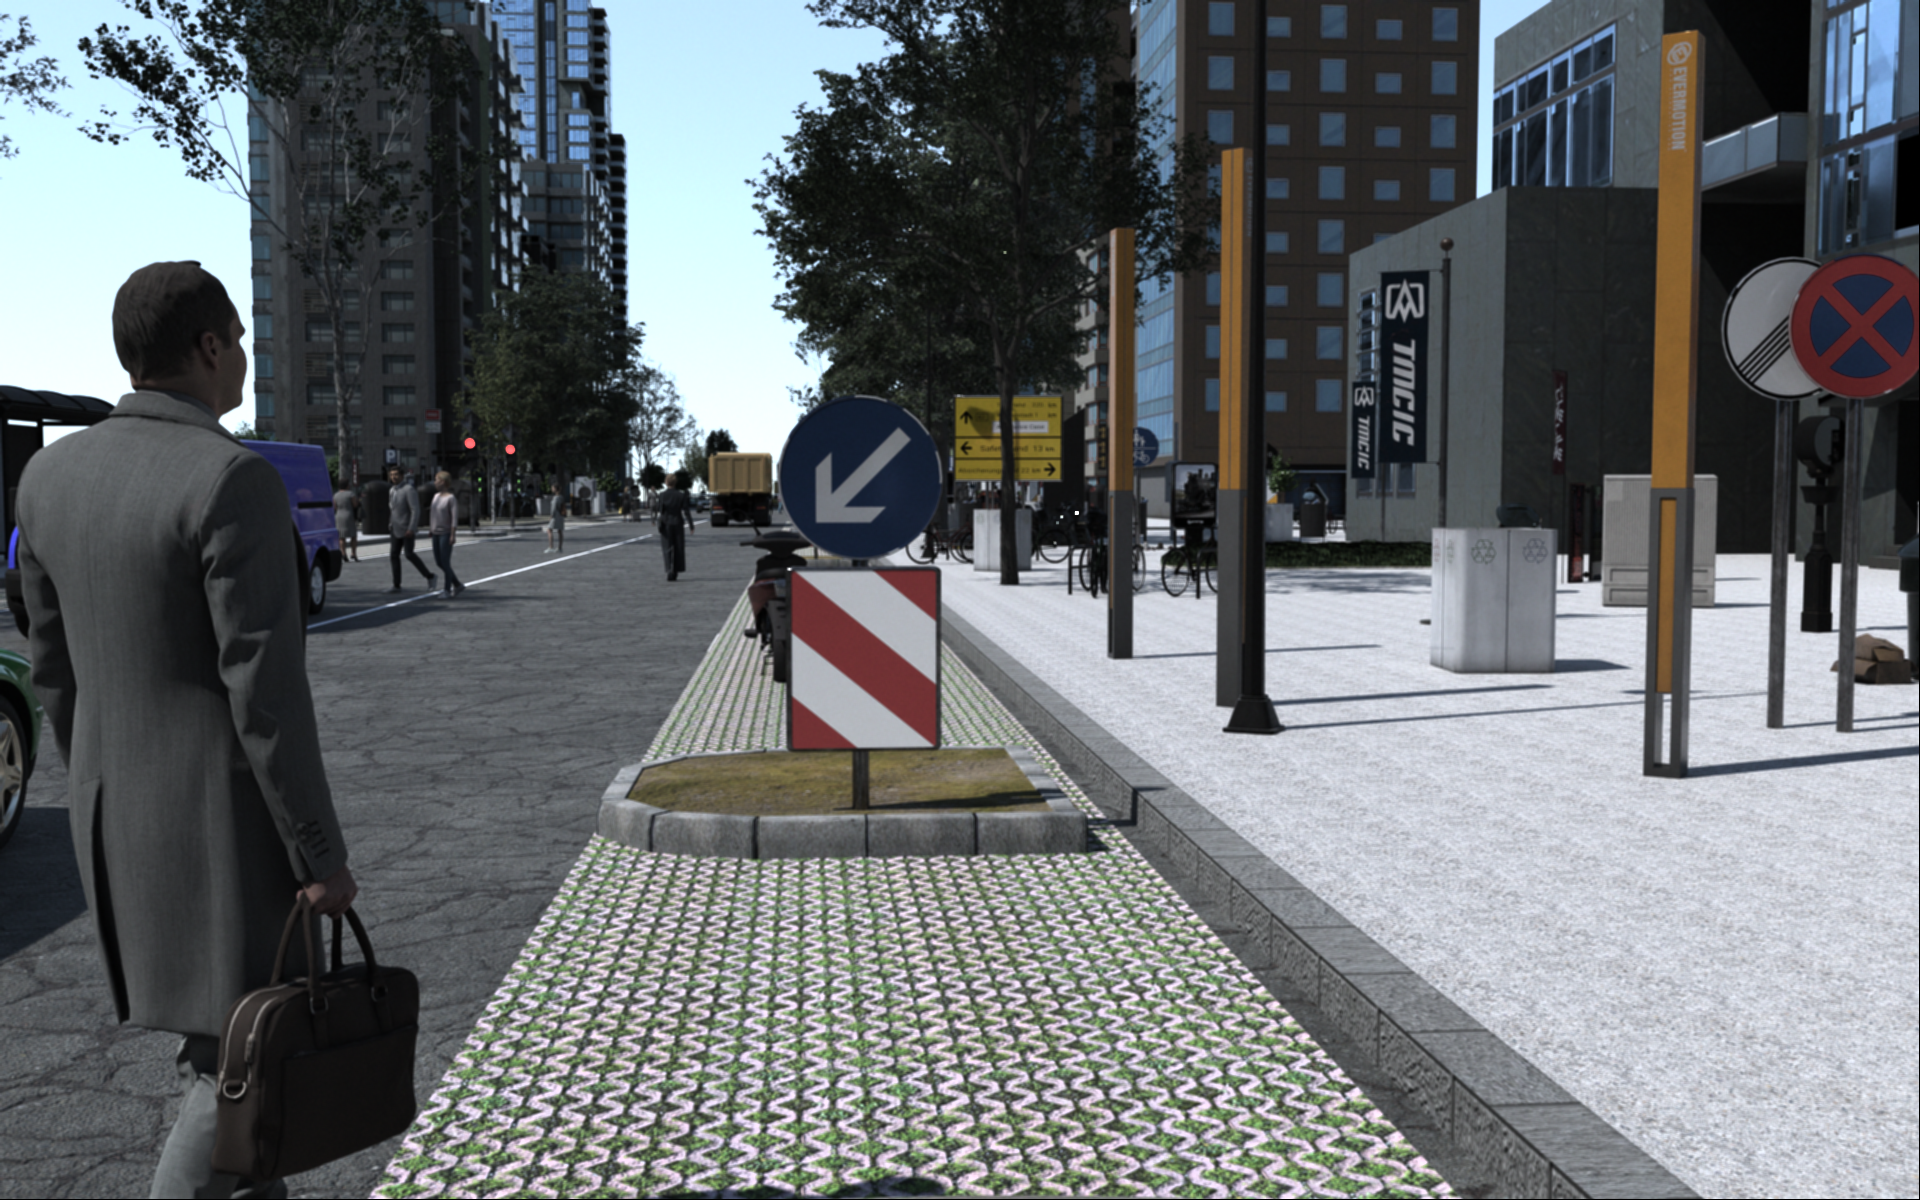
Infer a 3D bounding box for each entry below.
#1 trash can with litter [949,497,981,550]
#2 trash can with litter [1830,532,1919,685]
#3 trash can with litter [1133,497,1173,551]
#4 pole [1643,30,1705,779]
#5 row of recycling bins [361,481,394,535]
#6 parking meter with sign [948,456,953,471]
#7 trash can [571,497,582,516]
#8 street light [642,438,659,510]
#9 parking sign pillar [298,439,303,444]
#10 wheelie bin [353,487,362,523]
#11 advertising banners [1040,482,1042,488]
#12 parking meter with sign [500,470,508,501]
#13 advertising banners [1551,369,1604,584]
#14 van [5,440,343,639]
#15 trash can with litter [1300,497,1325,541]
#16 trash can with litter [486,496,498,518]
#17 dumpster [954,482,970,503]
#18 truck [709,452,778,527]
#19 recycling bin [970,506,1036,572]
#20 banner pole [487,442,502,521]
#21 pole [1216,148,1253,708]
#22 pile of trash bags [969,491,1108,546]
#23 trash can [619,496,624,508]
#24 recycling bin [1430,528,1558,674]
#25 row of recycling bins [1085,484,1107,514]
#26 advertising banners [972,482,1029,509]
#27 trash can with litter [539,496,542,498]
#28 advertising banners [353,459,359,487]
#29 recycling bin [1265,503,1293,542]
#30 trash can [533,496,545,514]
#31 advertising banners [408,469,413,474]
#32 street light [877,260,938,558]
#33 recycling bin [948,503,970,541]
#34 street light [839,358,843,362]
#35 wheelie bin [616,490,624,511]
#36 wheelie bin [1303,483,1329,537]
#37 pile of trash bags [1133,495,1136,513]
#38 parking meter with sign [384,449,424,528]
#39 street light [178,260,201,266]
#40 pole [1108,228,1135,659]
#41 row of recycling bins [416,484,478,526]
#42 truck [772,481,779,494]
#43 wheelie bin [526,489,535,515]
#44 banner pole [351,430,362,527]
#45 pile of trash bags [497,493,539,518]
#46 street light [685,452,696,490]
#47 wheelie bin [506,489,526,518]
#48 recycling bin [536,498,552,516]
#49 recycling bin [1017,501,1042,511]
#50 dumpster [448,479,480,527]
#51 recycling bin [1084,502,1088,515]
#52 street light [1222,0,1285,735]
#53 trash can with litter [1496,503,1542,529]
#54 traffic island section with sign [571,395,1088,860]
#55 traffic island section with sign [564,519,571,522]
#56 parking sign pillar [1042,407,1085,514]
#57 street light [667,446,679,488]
[{"bbox_3d":[0.575,-1.759,39.816,2.233,1.210,1.678,1,4,19],"label":"trash can with litter"},{"bbox_3d":[6.555,-0.024,11.780,1.055,1.170,0.624,-1,4,-14],"label":"trash can with litter"},{"bbox_3d":[4.456,-1.784,40.230,1.678,1.210,2.233,2,4,31],"label":"trash can with litter"},{"bbox_3d":[3.217,-0.854,7.799,0.158,3.312,0.155,0,3,0],"label":"pole"},{"bbox_3d":[-18.656,-2.973,55.727,1.069,1.692,3.534,-1,4,-15],"label":"row of recycling bins"},{"bbox_3d":[-0.464,-5.145,80.387,0.543,3.016,1.738,-1,4,-13],"label":"parking meter with sign"},{"bbox_3d":[-22.383,-5.470,101.083,0.748,1.137,0.748,0,3,0],"label":"trash can"},{"bbox_3d":[-25.375,-10.378,142.215,1.470,5.913,1.316,0,4,-5],"label":"street light"},{"bbox_3d":[-32.178,-5.918,85.238,1.447,3.967,1.447,-1,4,-10],"label":"parking sign pillar"},{"bbox_3d":[-27.102,-4.286,77.986,0.980,1.594,0.693,2,4,35],"label":"wheelie bin"},{"bbox_3d":[3.091,-4.762,74.054,0.090,3.025,2.074,-3,4,-37],"label":"advertising banners"},{"bbox_3d":[-32.130,-7.693,122.037,0.543,3.016,1.738,-2,4,-33],"label":"parking meter with sign"},{"bbox_3d":[8.951,-1.766,25.062,0.090,3.025,2.074,3,5,41],"label":"advertising banners"},{"bbox_3d":[-8.469,-0.892,18.965,2.240,2.365,5.245,0,4,-4],"label":"van"},{"bbox_3d":[7.984,-1.606,37.314,2.233,1.210,1.678,1,4,12],"label":"trash can with litter"},{"bbox_3d":[-24.927,-4.922,91.863,0.624,1.170,1.055,-3,5,-42],"label":"trash can with litter"},{"bbox_3d":[-0.234,-4.049,71.957,1.264,1.857,1.865,0,4,-5],"label":"dumpster"},{"bbox_3d":[-9.894,-5.080,78.981,3.469,3.379,9.791,0,4,-5],"label":"truck"},{"bbox_3d":[0.712,-1.002,28.930,0.722,1.027,0.722,3,5,40],"label":"recycling bin"},{"bbox_3d":[-22.416,-5.714,83.433,0.401,3.779,0.863,3,5,44],"label":"banner pole"},{"bbox_3d":[1.659,-1.011,10.380,0.158,3.312,0.155,0,3,0],"label":"pole"},{"bbox_3d":[1.760,-2.101,44.102,3.447,1.369,1.912,3,5,42],"label":"pile of trash bags"},{"bbox_3d":[-24.626,-7.053,126.963,0.748,1.137,0.748,0,3,0],"label":"trash can"},{"bbox_3d":[3.900,-0.008,12.693,0.722,1.027,0.722,0,4,-1],"label":"recycling bin"},{"bbox_3d":[5.426,-3.906,70.970,1.069,1.692,3.534,-3,4,-37],"label":"row of recycling bins"},{"bbox_3d":[1.408,-3.722,57.040,2.074,3.025,0.090,1,4,18],"label":"advertising banners"},{"bbox_3d":[-27.039,-6.038,110.111,1.055,1.170,0.624,0,4,-5],"label":"trash can with litter"},{"bbox_3d":[-29.314,-5.453,85.341,2.074,3.025,0.090,3,4,37],"label":"advertising banners"},{"bbox_3d":[8.414,-2.065,46.314,0.722,1.027,0.722,-2,4,-27],"label":"recycling bin"},{"bbox_3d":[-25.588,-5.730,105.346,0.748,1.137,0.748,0,3,0],"label":"trash can"},{"bbox_3d":[-39.365,-7.696,122.011,2.074,3.025,0.090,1,4,21],"label":"advertising banners"},{"bbox_3d":[-1.161,-3.793,34.564,1.470,5.913,1.316,0,4,-5],"label":"street light"},{"bbox_3d":[0.104,-2.137,47.499,0.722,1.027,0.722,2,4,30],"label":"recycling bin"},{"bbox_3d":[-3.501,-5.313,59.405,1.470,5.913,1.316,0,4,-5],"label":"street light"},{"bbox_3d":[-25.859,-7.611,132.347,0.693,1.594,0.980,-3,4,-36],"label":"wheelie bin"},{"bbox_3d":[10.594,-2.672,51.596,0.693,1.594,0.980,1,4,20],"label":"wheelie bin"},{"bbox_3d":[3.810,-2.560,51.606,3.447,1.369,1.912,-2,4,-33],"label":"pile of trash bags"},{"bbox_3d":[-21.420,-4.317,66.848,1.738,3.016,0.543,2,4,33],"label":"parking meter with sign"},{"bbox_3d":[-15.750,-3.787,34.465,1.470,5.913,1.316,0,4,-5],"label":"street light"},{"bbox_3d":[1.250,-1.198,13.434,0.158,3.312,0.155,0,3,0],"label":"pole"},{"bbox_3d":[-20.897,-3.874,70.456,1.069,1.692,3.534,1,4,18],"label":"row of recycling bins"},{"bbox_3d":[-26.780,-16.254,261.669,3.469,3.379,9.791,0,4,-7],"label":"truck"},{"bbox_3d":[-26.833,-6.112,107.837,0.693,1.594,0.980,2,4,29],"label":"wheelie bin"},{"bbox_3d":[-23.711,-4.741,67.528,0.863,3.779,0.401,1,4,20],"label":"banner pole"},{"bbox_3d":[-24.940,-5.147,93.900,3.447,1.369,1.912,-2,4,-26],"label":"pile of trash bags"},{"bbox_3d":[-29.966,-13.463,192.666,1.470,5.913,1.316,0,4,-5],"label":"street light"},{"bbox_3d":[-23.612,-5.123,91.664,0.693,1.594,0.980,-2,4,-33],"label":"wheelie bin"},{"bbox_3d":[-24.608,-5.497,102.429,0.722,1.027,0.722,-2,4,-31],"label":"recycling bin"},{"bbox_3d":[2.525,-2.846,59.081,0.722,1.027,0.722,3,5,41],"label":"recycling bin"},{"bbox_3d":[-19.424,-3.765,67.315,1.264,1.857,1.865,0,4,-5],"label":"dumpster"},{"bbox_3d":[3.796,-2.707,56.808,0.722,1.027,0.722,1,4,9],"label":"recycling bin"},{"bbox_3d":[1.054,-2.240,9.173,1.470,5.913,1.316,0,4,-5],"label":"street light"},{"bbox_3d":[7.240,-0.661,22.193,0.624,1.170,1.055,0,4,5],"label":"trash can with litter"},{"bbox_3d":[-0.569,0.056,7.710,1.989,1.847,2.006,0,4,-5],"label":"traffic island section with sign"},{"bbox_3d":[-19.145,-4.881,88.435,1.989,1.847,2.006,0,4,-5],"label":"traffic island section with sign"},{"bbox_3d":[3.227,-4.010,54.037,1.447,3.967,1.447,0,4,0],"label":"parking sign pillar"},{"bbox_3d":[-27.727,-11.924,167.497,1.470,5.913,1.316,0,4,-5],"label":"street light"}]
